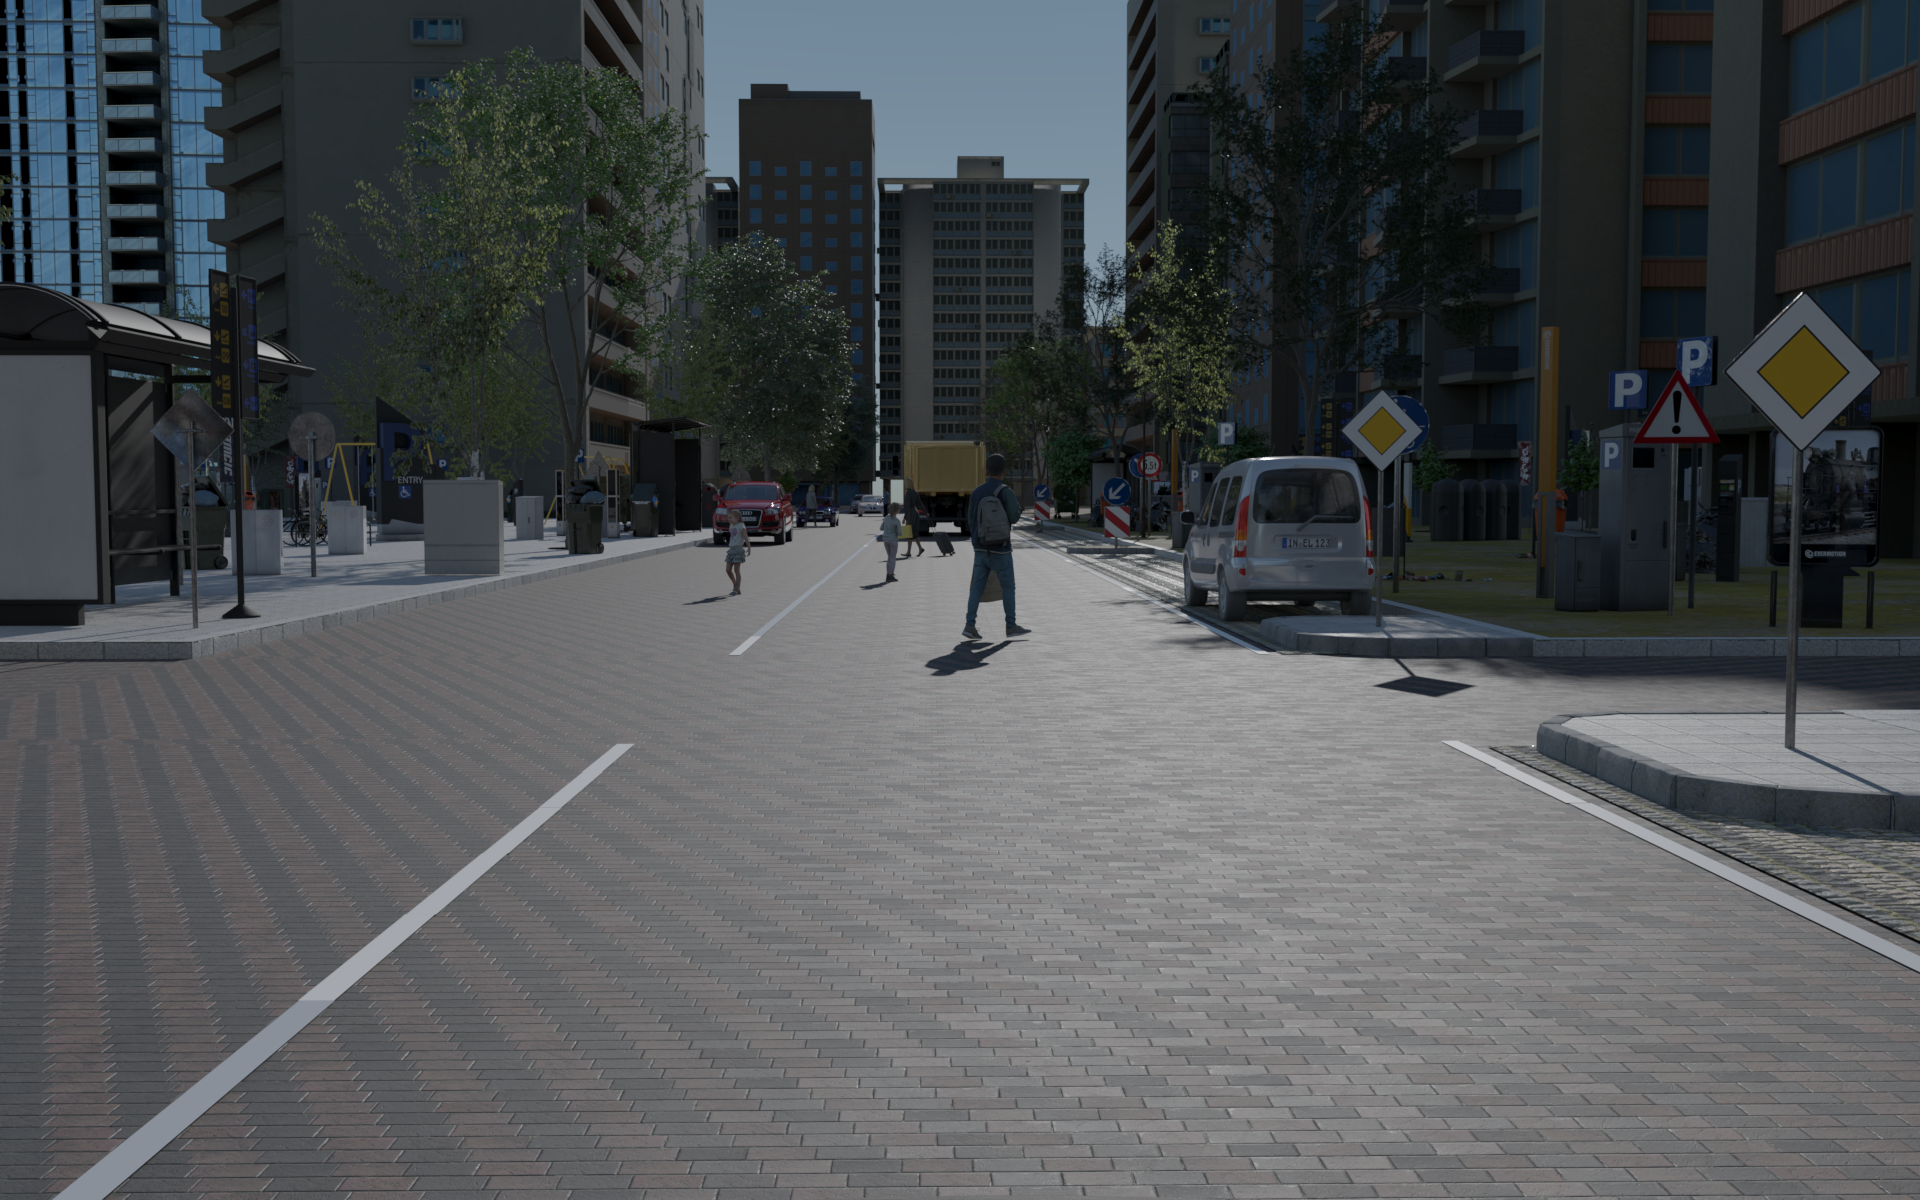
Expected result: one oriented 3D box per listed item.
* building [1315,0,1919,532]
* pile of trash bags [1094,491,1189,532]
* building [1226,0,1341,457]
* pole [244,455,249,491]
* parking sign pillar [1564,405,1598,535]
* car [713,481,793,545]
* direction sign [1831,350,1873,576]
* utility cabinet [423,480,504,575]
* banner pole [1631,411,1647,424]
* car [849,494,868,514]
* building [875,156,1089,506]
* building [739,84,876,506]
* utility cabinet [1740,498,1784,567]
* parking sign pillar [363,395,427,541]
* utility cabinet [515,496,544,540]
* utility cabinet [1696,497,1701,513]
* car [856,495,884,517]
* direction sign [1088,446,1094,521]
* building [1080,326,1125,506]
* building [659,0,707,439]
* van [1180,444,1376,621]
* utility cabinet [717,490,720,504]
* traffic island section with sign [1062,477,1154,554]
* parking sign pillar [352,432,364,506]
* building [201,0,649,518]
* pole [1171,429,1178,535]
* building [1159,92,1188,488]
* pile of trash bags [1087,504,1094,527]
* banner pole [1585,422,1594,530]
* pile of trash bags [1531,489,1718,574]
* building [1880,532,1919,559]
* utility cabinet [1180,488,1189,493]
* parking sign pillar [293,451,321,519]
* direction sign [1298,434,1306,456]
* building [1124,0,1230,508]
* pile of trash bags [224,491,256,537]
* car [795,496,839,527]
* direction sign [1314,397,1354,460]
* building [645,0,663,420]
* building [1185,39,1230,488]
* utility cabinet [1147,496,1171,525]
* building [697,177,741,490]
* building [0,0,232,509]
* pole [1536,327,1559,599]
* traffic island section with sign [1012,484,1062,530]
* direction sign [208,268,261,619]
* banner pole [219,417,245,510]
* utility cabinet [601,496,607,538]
[{"bbox_3d":[28.163,-25.851,77.294,22.147,44.769,28.867,0,4,-1],"label":"building"},{"bbox_3d":[6.573,-3.026,59.225,1.912,1.369,3.447,-3,5,-39],"label":"pile of trash bags"},{"bbox_3d":[23.567,-27.492,99.613,14.600,45.320,14.200,0,4,-1],"label":"building"},{"bbox_3d":[-36.956,-5.864,89.713,0.158,3.312,0.155,0,3,0],"label":"pole"},{"bbox_3d":[18.849,-3.949,53.034,1.447,3.967,1.447,2,4,30],"label":"parking sign pillar"},{"bbox_3d":[-6.013,-2.568,50.665,2.281,1.827,5.304,0,4,-2],"label":"car"},{"bbox_3d":[13.951,-2.150,27.155,0.876,3.537,0.379,-2,4,-26],"label":"direction sign"},{"bbox_3d":[-7.801,-1.136,27.250,1.173,1.500,0.318,0,4,0],"label":"utility cabinet"},{"bbox_3d":[20.650,-3.837,52.750,0.401,3.779,0.863,-1,4,-19],"label":"banner pole"},{"bbox_3d":[-6.947,-6.909,124.970,2.014,1.417,4.499,0,4,1],"label":"car"},{"bbox_3d":[2.325,-31.185,201.750,23.993,40.220,32.217,0,4,-1],"label":"building"},{"bbox_3d":[-16.608,-33.182,192.640,14.200,45.320,14.600,0,4,-1],"label":"building"},{"bbox_3d":[14.147,-1.194,30.681,1.020,1.237,0.306,1,4,20],"label":"utility cabinet"},{"bbox_3d":[-15.346,-3.617,47.610,1.447,3.967,1.447,-3,4,-37],"label":"parking sign pillar"},{"bbox_3d":[-12.195,-2.318,49.061,1.020,1.237,0.306,3,5,44],"label":"utility cabinet"},{"bbox_3d":[22.399,-2.526,52.466,0.306,1.237,1.020,2,4,24],"label":"utility cabinet"},{"bbox_3d":[-5.589,-6.023,110.843,2.083,1.381,4.827,0,4,-3],"label":"car"},{"bbox_3d":[6.146,-5.448,81.064,0.876,3.537,0.379,3,5,44],"label":"direction sign"},{"bbox_3d":[28.807,-21.750,200.644,28.899,21.520,27.650,0,4,-1],"label":"building"},{"bbox_3d":[-35.538,-33.806,141.962,27.495,52.752,28.713,0,4,-1],"label":"building"},{"bbox_3d":[3.728,-0.841,20.764,2.013,2.044,4.112,0,4,-1],"label":"van"},{"bbox_3d":[-12.460,-5.033,90.976,0.318,1.500,1.173,0,4,4],"label":"utility cabinet"},{"bbox_3d":[3.603,-2.033,41.872,1.989,1.847,2.006,0,4,-1],"label":"traffic island section with sign"},{"bbox_3d":[-25.736,-5.321,75.465,1.447,3.967,1.447,3,5,39],"label":"parking sign pillar"},{"bbox_3d":[-30.739,-29.210,101.278,21.300,48.544,21.600,0,4,-1],"label":"building"},{"bbox_3d":[6.762,-3.716,54.598,0.158,3.312,0.155,0,3,0],"label":"pole"},{"bbox_3d":[21.560,-21.807,128.242,14.160,30.474,14.107,0,4,-1],"label":"building"},{"bbox_3d":[5.807,-3.496,66.907,1.912,1.369,3.447,1,4,11],"label":"pile of trash bags"},{"bbox_3d":[21.711,-4.276,59.922,0.863,3.779,0.401,-3,5,-41],"label":"banner pole"},{"bbox_3d":[11.405,-1.200,29.374,3.447,1.369,1.912,3,4,38],"label":"pile of trash bags"},{"bbox_3d":[31.284,-23.380,36.886,28.867,44.769,22.147,0,4,-1],"label":"building"},{"bbox_3d":[8.536,-3.292,62.507,1.173,1.500,0.318,2,4,29],"label":"utility cabinet"},{"bbox_3d":[-33.773,-6.186,89.614,1.447,3.967,1.447,-3,5,-43],"label":"parking sign pillar"},{"bbox_3d":[13.097,-4.464,64.989,0.876,3.537,0.379,2,4,35],"label":"direction sign"},{"bbox_3d":[25.767,-31.935,145.840,21.300,48.544,21.600,0,4,-1],"label":"building"},{"bbox_3d":[-22.245,-2.559,51.594,1.912,1.369,3.447,1,4,16],"label":"pile of trash bags"},{"bbox_3d":[-6.266,-3.894,76.250,1.945,1.354,3.894,0,4,-1],"label":"car"},{"bbox_3d":[8.873,-2.988,40.854,0.876,3.537,0.379,3,5,44],"label":"direction sign"},{"bbox_3d":[-28.607,-28.698,119.317,14.600,45.320,14.200,0,4,-1],"label":"building"},{"bbox_3d":[23.219,-20.947,114.189,14.160,30.474,14.107,0,4,-1],"label":"building"},{"bbox_3d":[8.346,-3.744,72.368,1.020,1.237,0.306,2,4,24],"label":"utility cabinet"},{"bbox_3d":[-36.435,-31.125,200.770,23.993,40.220,32.217,0,4,-1],"label":"building"},{"bbox_3d":[-65.866,-50.751,142.444,31.000,86.520,22.319,0,4,-1],"label":"building"},{"bbox_3d":[7.209,-1.676,21.241,0.158,3.312,0.155,0,3,0],"label":"pole"},{"bbox_3d":[3.099,-3.682,68.823,1.989,1.847,2.006,0,4,-1],"label":"traffic island section with sign"},{"bbox_3d":[-7.468,-1.584,17.895,0.379,3.537,0.876,0,4,6],"label":"direction sign"},{"bbox_3d":[-19.041,-3.388,45.419,0.863,3.779,0.401,0,4,6],"label":"banner pole"},{"bbox_3d":[-10.603,-2.441,51.076,0.306,1.237,1.020,1,4,21],"label":"utility cabinet"}]
